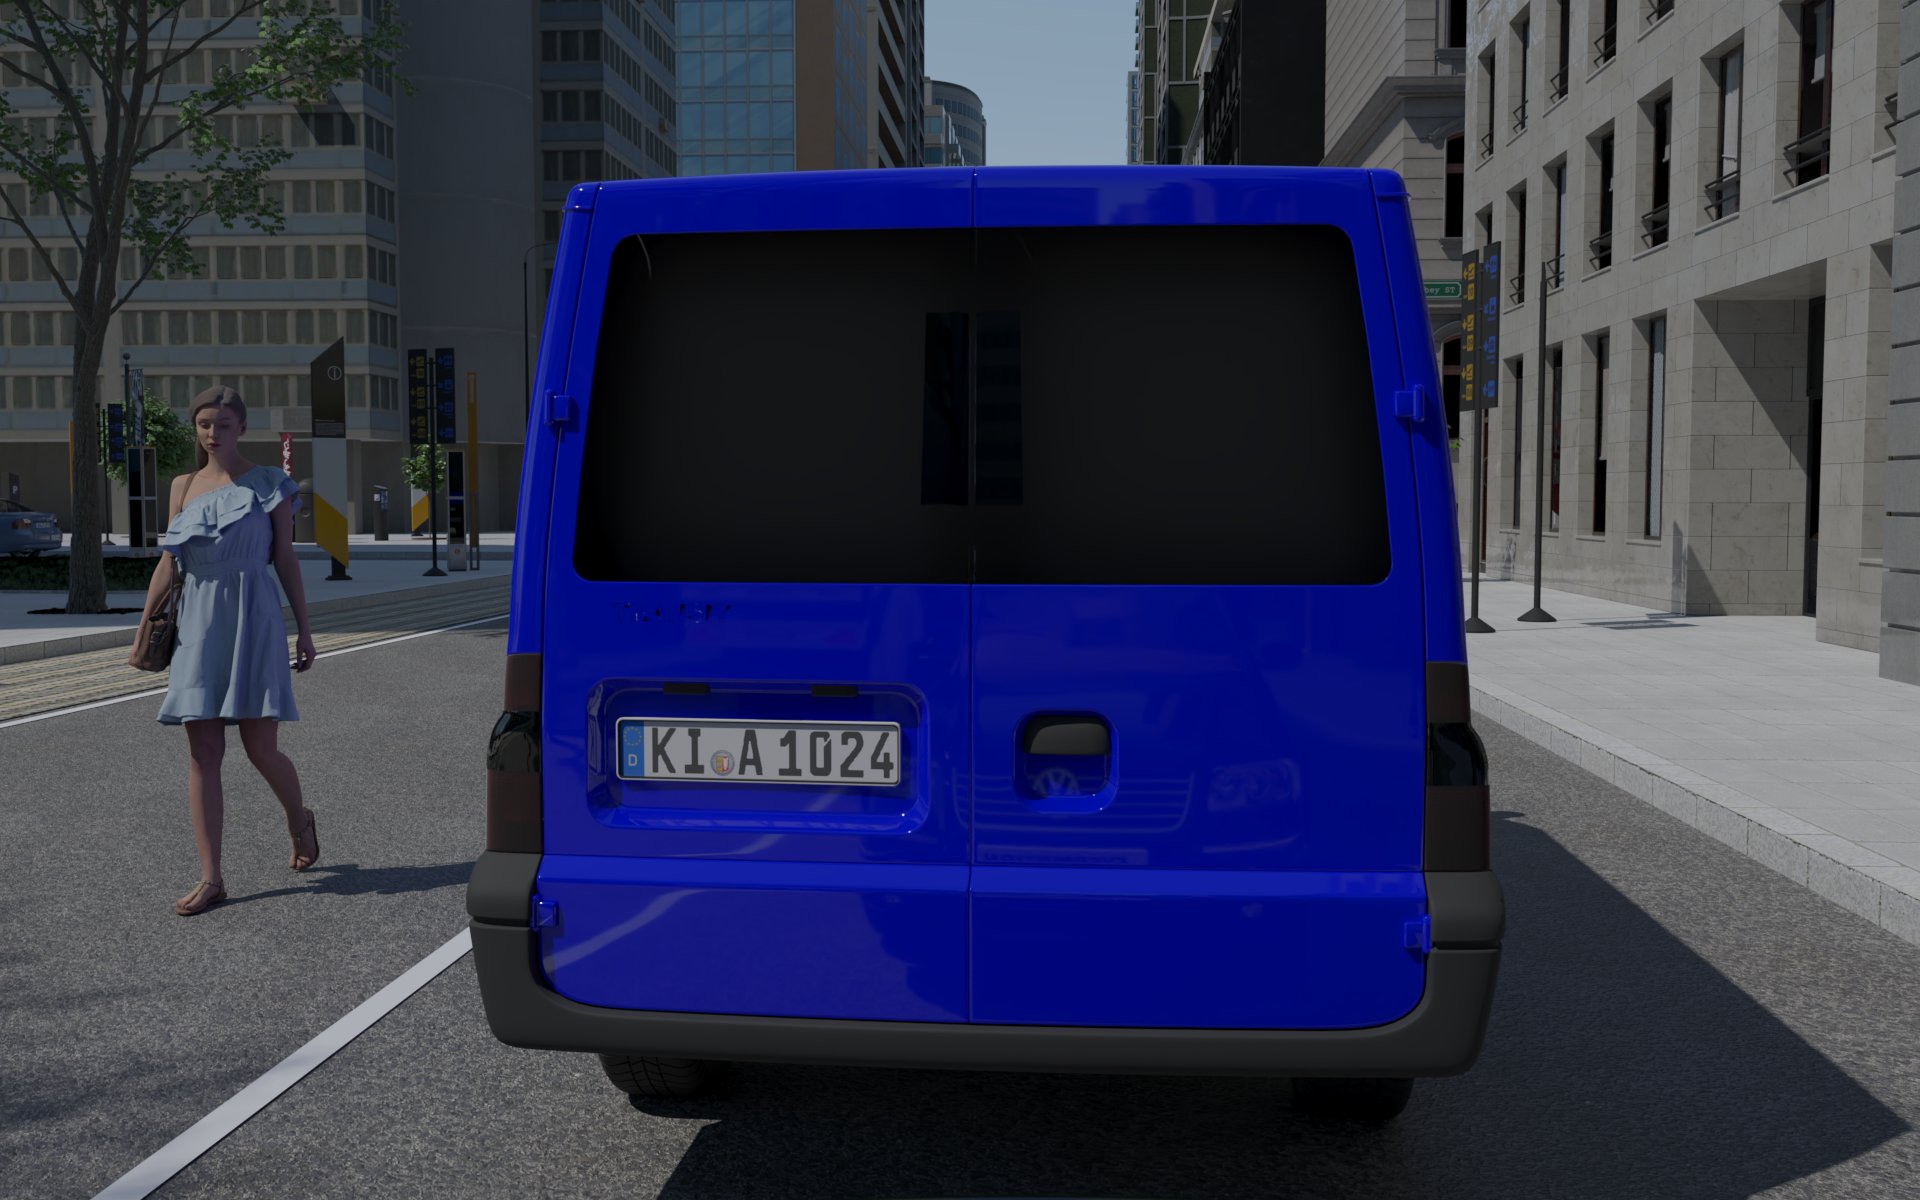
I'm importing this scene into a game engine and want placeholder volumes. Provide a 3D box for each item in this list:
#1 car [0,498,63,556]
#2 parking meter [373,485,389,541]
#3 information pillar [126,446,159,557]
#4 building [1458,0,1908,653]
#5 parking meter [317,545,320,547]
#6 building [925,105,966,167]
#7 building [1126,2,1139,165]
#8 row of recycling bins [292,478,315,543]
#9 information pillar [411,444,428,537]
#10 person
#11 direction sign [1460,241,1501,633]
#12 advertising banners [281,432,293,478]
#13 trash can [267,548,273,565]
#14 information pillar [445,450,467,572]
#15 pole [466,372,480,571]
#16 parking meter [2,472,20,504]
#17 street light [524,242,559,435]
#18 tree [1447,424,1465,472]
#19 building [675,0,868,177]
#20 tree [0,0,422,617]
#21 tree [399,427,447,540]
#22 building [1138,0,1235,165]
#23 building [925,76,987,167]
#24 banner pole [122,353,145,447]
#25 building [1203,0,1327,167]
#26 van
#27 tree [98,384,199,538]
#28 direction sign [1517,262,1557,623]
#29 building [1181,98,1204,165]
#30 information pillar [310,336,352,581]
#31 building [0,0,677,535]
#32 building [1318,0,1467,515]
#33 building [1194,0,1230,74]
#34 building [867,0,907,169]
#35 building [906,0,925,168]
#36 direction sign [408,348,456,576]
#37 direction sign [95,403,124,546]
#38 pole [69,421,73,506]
[{"bbox_3d":[-21.181,-1.476,36.129,4.499,1.417,2.014,0,4,4],"label":"car"},{"bbox_3d":[-15.870,-2.389,47.478,0.372,1.533,0.369,0,3,0],"label":"parking meter"},{"bbox_3d":[-12.674,-1.368,26.865,0.304,2.012,0.304,1,4,17],"label":"information pillar"},{"bbox_3d":[12.992,-10.090,19.729,10.420,20.320,16.860,0,4,4],"label":"building"},{"bbox_3d":[-15.300,-2.038,41.730,0.372,1.533,0.369,0,3,0],"label":"parking meter"},{"bbox_3d":[-10.715,-36.471,215.902,23.786,49.044,30.456,0,4,4],"label":"building"},{"bbox_3d":[33.417,-57.638,255.046,22.319,86.520,31.000,0,4,4],"label":"building"},{"bbox_3d":[-18.276,-2.392,46.228,3.534,1.692,1.069,2,4,30],"label":"row of recycling bins"},{"bbox_3d":[-16.356,-3.731,52.359,0.504,3.616,0.183,-2,4,-30],"label":"information pillar"},{"bbox_3d":[-2.628,0.146,6.200,0.616,1.811,0.778,0,4,7],"label":"person"},{"bbox_3d":[4.787,-1.469,16.009,0.379,3.537,0.876,0,4,-4],"label":"direction sign"},{"bbox_3d":[-19.728,-3.266,49.594,2.074,3.025,0.090,2,4,33],"label":"advertising banners"},{"bbox_3d":[-12.798,-1.220,31.597,0.748,1.137,0.748,0,3,0],"label":"trash can"},{"bbox_3d":[-8.367,-1.484,28.752,0.304,2.012,0.304,-1,4,-20],"label":"information pillar"},{"bbox_3d":[-8.170,-2.153,29.049,0.158,3.312,0.155,0,3,0],"label":"pole"},{"bbox_3d":[-25.539,-2.504,46.647,0.255,1.863,0.399,1,4,8],"label":"parking meter"},{"bbox_3d":[-7.334,-3.605,31.476,1.470,5.913,1.316,0,4,4],"label":"street light"},{"bbox_3d":[6.402,-1.855,24.925,1.663,3.219,1.824,0,3,0],"label":"tree"},{"bbox_3d":[-12.598,-27.014,91.790,14.600,45.320,14.200,0,4,4],"label":"building"},{"bbox_3d":[-9.242,-5.664,18.357,9.928,11.665,9.643,0,3,0],"label":"tree"},{"bbox_3d":[-15.049,-3.319,48.870,1.663,3.219,1.824,0,3,0],"label":"tree"},{"bbox_3d":[30.458,-47.519,215.179,20.563,71.187,20.611,0,4,4],"label":"building"},{"bbox_3d":[-7.451,-43.049,245.841,21.231,58.520,28.212,0,4,4],"label":"building"},{"bbox_3d":[-14.588,-2.484,30.634,0.863,3.779,0.401,3,5,41],"label":"banner pole"},{"bbox_3d":[15.666,-14.292,63.345,12.332,23.373,15.834,0,4,4],"label":"building"},{"bbox_3d":[0.263,-0.080,5.697,2.240,2.365,5.245,0,4,5],"label":"van"},{"bbox_3d":[-24.237,-4.135,51.317,4.285,4.588,4.351,0,3,0],"label":"tree"},{"bbox_3d":[5.820,-1.552,17.369,0.379,3.537,0.876,1,4,19],"label":"direction sign"},{"bbox_3d":[15.872,-14.224,81.711,9.793,20.994,18.267,0,4,4],"label":"building"},{"bbox_3d":[-9.312,-2.096,25.621,0.504,3.616,0.183,-3,4,-38],"label":"information pillar"},{"bbox_3d":[-24.063,-22.805,64.743,32.217,40.220,23.993,0,4,4],"label":"building"},{"bbox_3d":[21.616,-15.760,45.064,23.554,28.519,14.401,0,4,4],"label":"building"},{"bbox_3d":[30.607,-26.767,129.515,32.217,40.220,23.993,0,4,4],"label":"building"},{"bbox_3d":[-15.445,-30.697,125.599,21.300,48.544,21.600,0,4,4],"label":"building"},{"bbox_3d":[-11.741,-44.546,166.578,20.563,71.187,20.611,0,4,4],"label":"building"},{"bbox_3d":[-8.224,-2.143,27.028,0.876,3.537,0.379,1,4,23],"label":"direction sign"},{"bbox_3d":[-21.321,-3.133,43.220,0.876,3.537,0.379,-3,5,-43],"label":"direction sign"},{"bbox_3d":[-24.705,-3.330,48.297,0.158,3.312,0.155,0,3,0],"label":"pole"}]
